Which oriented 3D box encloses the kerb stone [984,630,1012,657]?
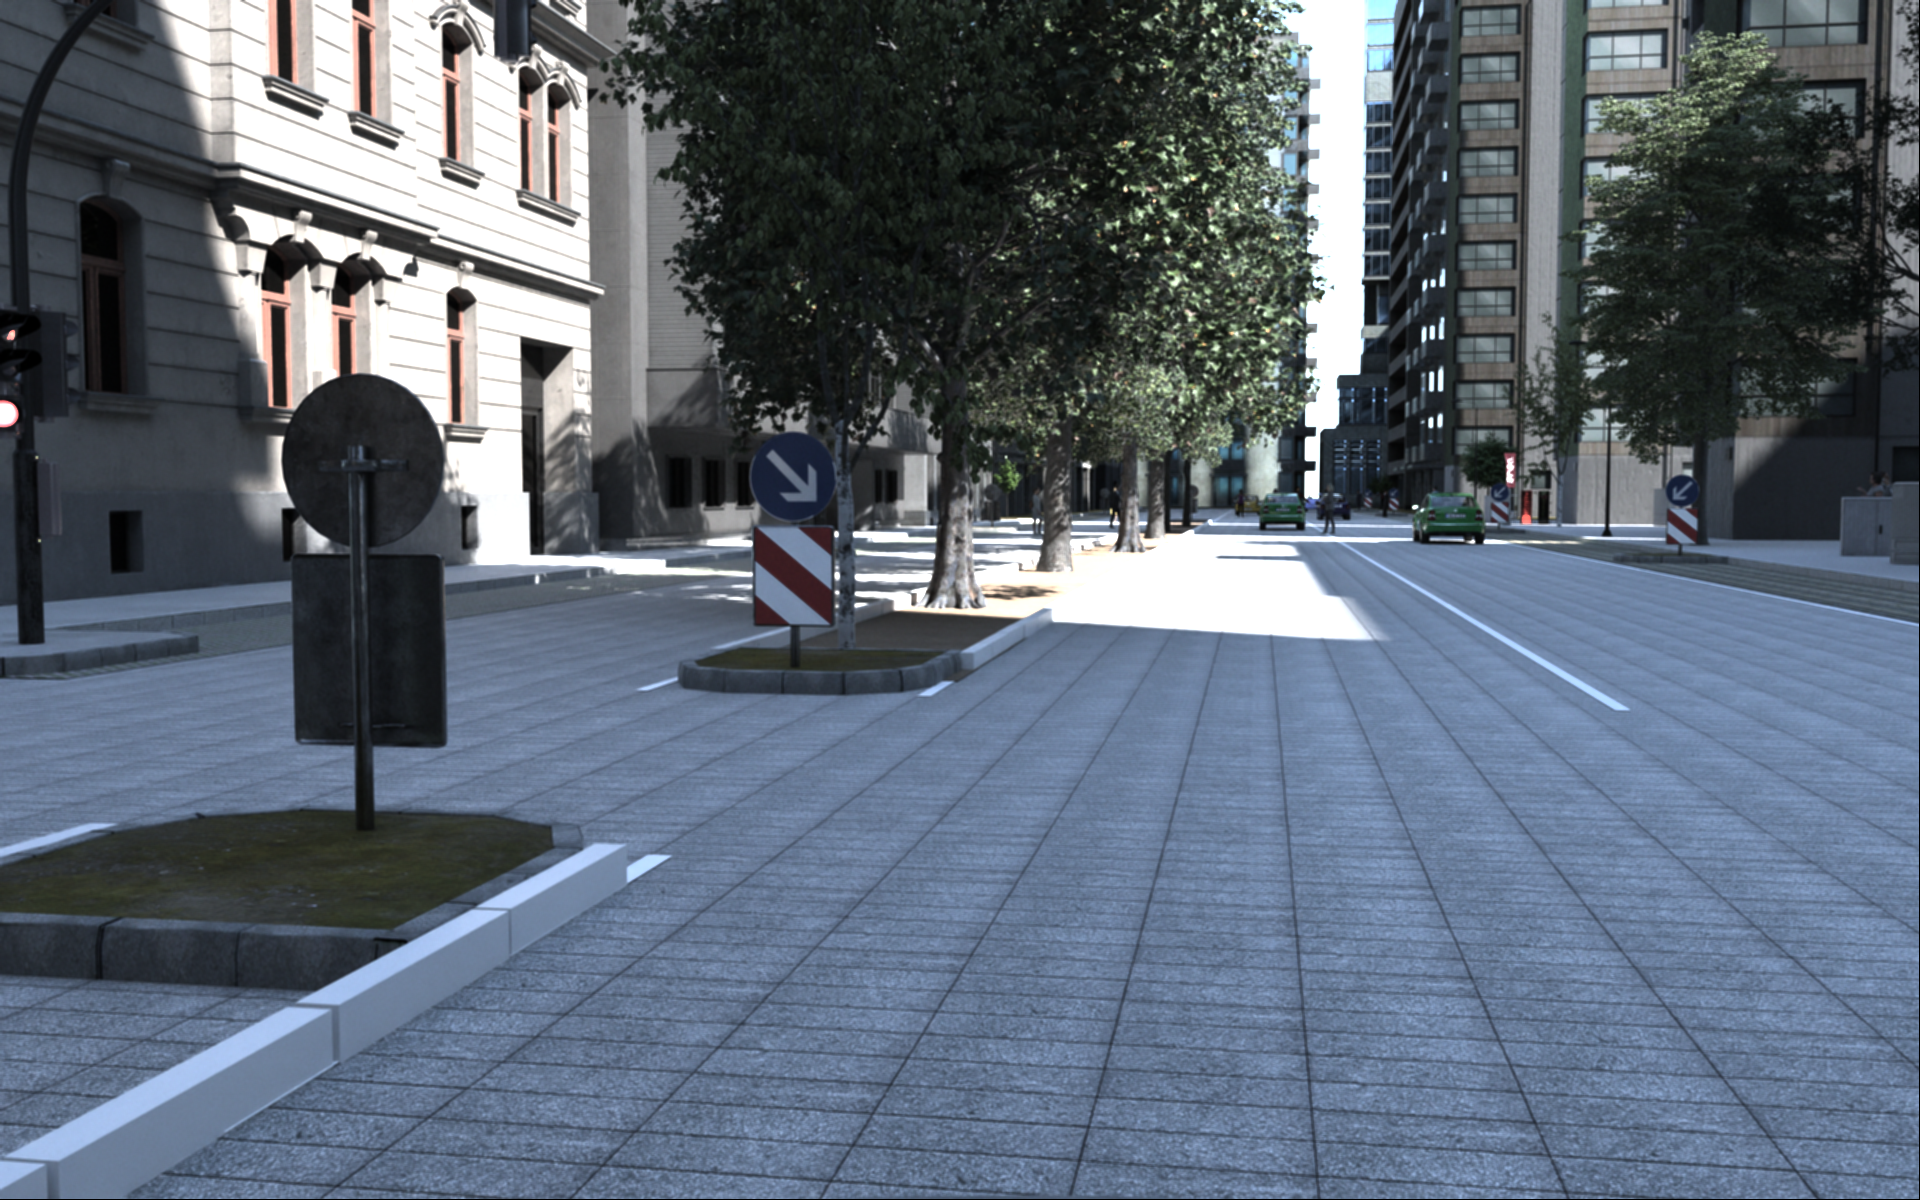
[{"bbox_3d":[0.312,0.409,15.542,0.120,0.150,1.000,1,4,10],"label":"kerb stone"}]

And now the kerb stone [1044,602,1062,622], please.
[{"bbox_3d":[1.010,0.160,19.586,0.120,0.150,1.000,1,4,10],"label":"kerb stone"}]

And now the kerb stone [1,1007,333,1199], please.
[{"bbox_3d":[-1.711,1.126,3.844,0.120,0.150,1.000,1,4,10],"label":"kerb stone"}]

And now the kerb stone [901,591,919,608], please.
[{"bbox_3d":[-0.707,0.016,21.934,0.120,0.150,1.000,1,4,10],"label":"kerb stone"}]

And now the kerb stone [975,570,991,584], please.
[{"bbox_3d":[0.327,-0.355,27.998,0.120,0.150,1.000,1,4,10],"label":"kerb stone"}]

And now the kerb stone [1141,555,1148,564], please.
[{"bbox_3d":[3.619,-0.765,34.733,0.120,0.150,1.000,1,4,10],"label":"kerb stone"}]

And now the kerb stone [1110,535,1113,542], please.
[{"bbox_3d":[4.352,-1.777,51.255,0.120,0.150,1.000,1,4,10],"label":"kerb stone"}]

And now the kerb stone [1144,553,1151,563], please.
[{"bbox_3d":[3.800,-0.829,35.744,0.120,0.150,1.000,1,4,10],"label":"kerb stone"}]

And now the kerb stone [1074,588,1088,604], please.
[{"bbox_3d":[1.533,-0.025,22.612,0.120,0.150,1.000,1,4,10],"label":"kerb stone"}]

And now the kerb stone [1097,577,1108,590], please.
[{"bbox_3d":[2.051,-0.209,25.642,0.120,0.150,1.000,1,4,10],"label":"kerb stone"}]

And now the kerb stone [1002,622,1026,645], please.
[{"bbox_3d":[0.480,0.345,16.551,0.120,0.150,1.000,1,4,10],"label":"kerb stone"}]

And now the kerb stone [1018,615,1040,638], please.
[{"bbox_3d":[0.662,0.284,17.557,0.120,0.150,1.000,1,4,10],"label":"kerb stone"}]

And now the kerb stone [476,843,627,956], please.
[{"bbox_3d":[-1.363,0.999,5.861,0.120,0.150,1.000,1,4,10],"label":"kerb stone"}]

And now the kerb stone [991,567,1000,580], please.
[{"bbox_3d":[0.499,-0.414,29.006,0.120,0.150,1.000,1,4,10],"label":"kerb stone"}]

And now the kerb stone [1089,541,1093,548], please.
[{"bbox_3d":[3.306,-1.403,45.191,0.120,0.150,1.000,1,4,10],"label":"kerb stone"}]

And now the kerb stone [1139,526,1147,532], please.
[{"bbox_3d":[7.146,-2.768,67.463,0.120,0.150,1.000,1,4,10],"label":"kerb stone"}]

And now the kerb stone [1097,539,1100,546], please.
[{"bbox_3d":[3.655,-1.530,47.209,0.120,0.150,1.000,1,4,10],"label":"kerb stone"}]

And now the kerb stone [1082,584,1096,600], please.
[{"bbox_3d":[1.710,-0.087,23.625,0.120,0.150,1.000,1,4,10],"label":"kerb stone"}]

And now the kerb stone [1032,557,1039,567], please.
[{"bbox_3d":[1.384,-0.721,34.057,0.120,0.150,1.000,1,4,10],"label":"kerb stone"}]

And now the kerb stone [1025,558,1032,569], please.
[{"bbox_3d":[1.198,-0.662,33.036,0.120,0.150,1.000,1,4,10],"label":"kerb stone"}]

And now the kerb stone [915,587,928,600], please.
[{"bbox_3d":[-0.550,-0.045,22.945,0.120,0.150,1.000,1,4,10],"label":"kerb stone"}]

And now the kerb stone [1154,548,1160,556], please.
[{"bbox_3d":[4.324,-1.014,38.781,0.120,0.150,1.000,1,4,10],"label":"kerb stone"}]

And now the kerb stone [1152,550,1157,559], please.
[{"bbox_3d":[4.151,-0.952,37.765,0.120,0.150,1.000,1,4,10],"label":"kerb stone"}]

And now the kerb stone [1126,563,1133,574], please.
[{"bbox_3d":[2.926,-0.519,30.680,0.120,0.150,1.000,1,4,10],"label":"kerb stone"}]

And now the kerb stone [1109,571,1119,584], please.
[{"bbox_3d":[2.405,-0.330,27.655,0.120,0.150,1.000,1,4,10],"label":"kerb stone"}]

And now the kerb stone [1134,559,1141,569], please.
[{"bbox_3d":[3.276,-0.639,32.703,0.120,0.150,1.000,1,4,10],"label":"kerb stone"}]

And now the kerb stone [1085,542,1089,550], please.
[{"bbox_3d":[3.118,-1.341,44.179,0.120,0.150,1.000,1,4,10],"label":"kerb stone"}]

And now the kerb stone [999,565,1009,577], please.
[{"bbox_3d":[0.677,-0.478,30.013,0.120,0.150,1.000,1,4,10],"label":"kerb stone"}]

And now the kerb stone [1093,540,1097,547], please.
[{"bbox_3d":[3.479,-1.468,46.200,0.120,0.150,1.000,1,4,10],"label":"kerb stone"}]

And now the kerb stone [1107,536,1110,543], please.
[{"bbox_3d":[4.168,-1.716,50.249,0.120,0.150,1.000,1,4,10],"label":"kerb stone"}]

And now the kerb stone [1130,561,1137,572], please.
[{"bbox_3d":[3.106,-0.577,31.691,0.120,0.150,1.000,1,4,10],"label":"kerb stone"}]

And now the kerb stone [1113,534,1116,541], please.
[{"bbox_3d":[4.520,-1.835,52.270,0.120,0.150,1.000,1,4,10],"label":"kerb stone"}]

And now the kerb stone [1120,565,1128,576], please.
[{"bbox_3d":[2.737,-0.457,29.675,0.120,0.150,1.000,1,4,10],"label":"kerb stone"}]

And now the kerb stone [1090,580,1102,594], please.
[{"bbox_3d":[1.880,-0.146,24.634,0.120,0.150,1.000,1,4,10],"label":"kerb stone"}]

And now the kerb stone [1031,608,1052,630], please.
[{"bbox_3d":[0.838,0.221,18.578,0.120,0.150,1.000,1,4,10],"label":"kerb stone"}]

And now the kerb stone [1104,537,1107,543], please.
[{"bbox_3d":[4.000,-1.654,49.239,0.120,0.150,1.000,1,4,10],"label":"kerb stone"}]

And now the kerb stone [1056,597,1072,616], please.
[{"bbox_3d":[1.187,0.100,20.593,0.120,0.150,1.000,1,4,10],"label":"kerb stone"}]

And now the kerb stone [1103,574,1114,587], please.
[{"bbox_3d":[2.225,-0.270,26.649,0.120,0.150,1.000,1,4,10],"label":"kerb stone"}]

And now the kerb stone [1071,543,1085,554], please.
[{"bbox_3d":[2.953,-1.282,43.157,0.120,0.150,1.000,1,4,10],"label":"kerb stone"}]

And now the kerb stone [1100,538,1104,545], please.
[{"bbox_3d":[3.825,-1.592,48.225,0.120,0.150,1.000,1,4,10],"label":"kerb stone"}]

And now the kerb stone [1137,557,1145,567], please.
[{"bbox_3d":[3.456,-0.703,33.719,0.120,0.150,1.000,1,4,10],"label":"kerb stone"}]

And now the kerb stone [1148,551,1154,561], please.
[{"bbox_3d":[3.968,-0.891,36.759,0.120,0.150,1.000,1,4,10],"label":"kerb stone"}]

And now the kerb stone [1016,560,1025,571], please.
[{"bbox_3d":[1.022,-0.601,32.028,0.120,0.150,1.000,1,4,10],"label":"kerb stone"}]

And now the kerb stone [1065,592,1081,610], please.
[{"bbox_3d":[1.367,0.036,21.603,0.120,0.150,1.000,1,4,10],"label":"kerb stone"}]

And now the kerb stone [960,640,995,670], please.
[{"bbox_3d":[0.137,0.471,14.527,0.120,0.150,1.000,1,4,10],"label":"kerb stone"}]

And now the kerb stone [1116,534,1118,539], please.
[{"bbox_3d":[4.706,-1.901,53.275,0.120,0.150,1.000,1,4,10],"label":"kerb stone"}]

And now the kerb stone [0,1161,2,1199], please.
[{"bbox_3d":[-1.892,1.184,2.838,0.120,0.150,1.000,1,4,10],"label":"kerb stone"}]

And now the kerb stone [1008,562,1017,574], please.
[{"bbox_3d":[0.851,-0.540,31.020,0.120,0.150,1.000,1,4,10],"label":"kerb stone"}]

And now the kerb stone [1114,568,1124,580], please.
[{"bbox_3d":[2.573,-0.396,28.666,0.120,0.150,1.000,1,4,10],"label":"kerb stone"}]

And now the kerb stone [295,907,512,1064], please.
[{"bbox_3d":[-1.533,1.061,4.853,0.120,0.150,1.000,1,4,10],"label":"kerb stone"}]
